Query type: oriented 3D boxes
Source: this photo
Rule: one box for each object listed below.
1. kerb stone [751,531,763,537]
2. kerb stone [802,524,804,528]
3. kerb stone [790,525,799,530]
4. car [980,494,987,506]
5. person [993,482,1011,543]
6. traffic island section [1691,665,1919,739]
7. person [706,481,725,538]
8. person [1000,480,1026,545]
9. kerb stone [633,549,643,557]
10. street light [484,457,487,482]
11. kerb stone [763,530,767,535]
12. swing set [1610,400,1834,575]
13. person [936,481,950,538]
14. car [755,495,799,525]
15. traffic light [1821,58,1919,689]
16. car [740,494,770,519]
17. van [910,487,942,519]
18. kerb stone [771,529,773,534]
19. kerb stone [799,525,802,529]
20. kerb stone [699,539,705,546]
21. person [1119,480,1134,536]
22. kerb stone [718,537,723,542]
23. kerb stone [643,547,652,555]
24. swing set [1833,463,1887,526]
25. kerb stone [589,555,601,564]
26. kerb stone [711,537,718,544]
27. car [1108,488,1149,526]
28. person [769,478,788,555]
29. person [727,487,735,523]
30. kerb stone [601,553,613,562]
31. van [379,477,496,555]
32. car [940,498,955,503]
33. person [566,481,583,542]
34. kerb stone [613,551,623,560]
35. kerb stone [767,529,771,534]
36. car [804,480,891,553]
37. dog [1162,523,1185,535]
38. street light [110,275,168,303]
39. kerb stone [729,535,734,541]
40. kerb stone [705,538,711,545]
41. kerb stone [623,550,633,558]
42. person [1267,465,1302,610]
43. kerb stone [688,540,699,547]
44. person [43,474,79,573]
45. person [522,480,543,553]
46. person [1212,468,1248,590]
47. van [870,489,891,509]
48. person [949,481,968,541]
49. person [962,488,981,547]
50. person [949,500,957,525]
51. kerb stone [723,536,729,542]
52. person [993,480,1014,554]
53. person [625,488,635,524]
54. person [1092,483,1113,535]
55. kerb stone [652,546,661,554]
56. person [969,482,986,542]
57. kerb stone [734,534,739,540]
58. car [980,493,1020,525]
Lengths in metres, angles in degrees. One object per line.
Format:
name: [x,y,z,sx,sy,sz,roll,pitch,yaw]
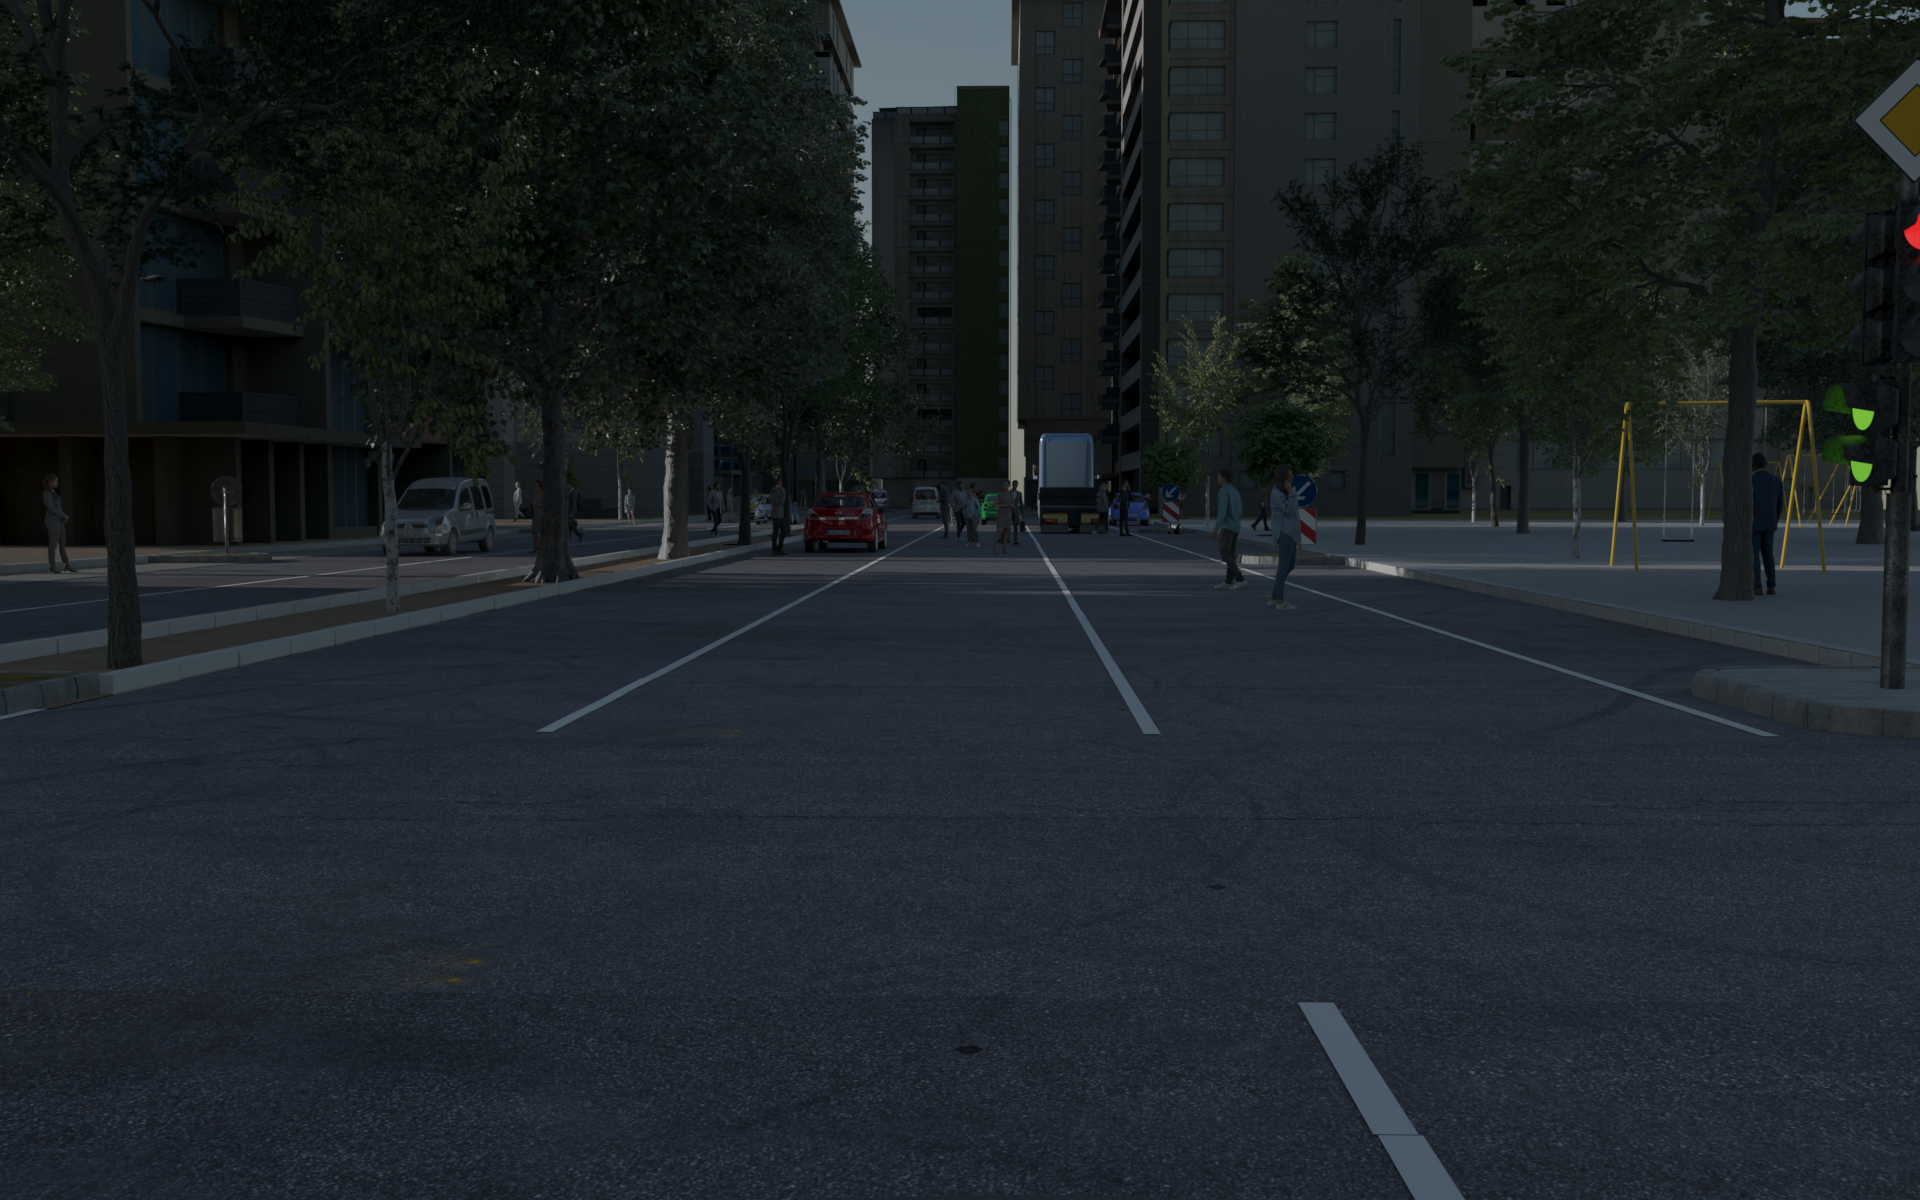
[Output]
kerb stone: [-6.943,-2.254,59.049,0.120,0.150,1.000,0,4,2]
kerb stone: [-6.615,-3.006,71.348,0.120,0.150,1.000,0,4,2]
kerb stone: [-6.670,-2.881,69.305,0.120,0.150,1.000,0,4,2]
car: [2.363,-6.786,119.747,1.959,1.807,4.718,0,4,1]
person: [1.265,-2.577,50.836,0.583,1.804,0.606,2,4,34]
traffic island section: [6.189,0.662,11.455,2.009,0.180,2.903,0,4,2]
person: [-7.993,-2.939,56.397,0.795,1.843,0.661,3,5,45]
person: [1.490,-2.480,49.016,0.622,1.834,0.822,-1,4,-21]
kerb stone: [-7.461,-1.061,39.546,0.120,0.150,1.000,0,4,2]
street light: [-16.781,-5.539,63.109,1.470,5.913,1.316,0,4,2]
kerb stone: [-6.910,-2.317,60.079,0.120,0.150,1.000,0,4,2]
swing set: [12.603,-1.934,29.235,3.119,2.851,2.862,1,4,13]
person: [-0.551,-2.919,56.025,0.447,1.846,0.655,0,4,2]
car: [-8.692,-4.307,82.421,2.014,1.417,4.499,0,4,0]
traffic light: [6.150,-1.371,11.342,0.839,4.253,0.868,0,4,2]
car: [-11.395,-5.403,98.556,2.015,1.641,3.980,0,4,2]
van: [-1.915,-5.707,100.319,2.013,2.044,4.112,0,4,1]
kerb stone: [-6.857,-2.443,62.142,0.120,0.150,1.000,0,4,2]
kerb stone: [-6.635,-2.944,70.326,0.120,0.150,1.000,0,4,2]
kerb stone: [-7.236,-1.561,47.739,0.120,0.150,1.000,0,4,2]
person: [5.653,-3.123,58.927,0.474,1.900,0.648,0,4,-7]
kerb stone: [-7.160,-1.746,50.813,0.120,0.150,1.000,0,4,2]
kerb stone: [-7.429,-1.122,40.568,0.120,0.150,1.000,0,4,2]
swing set: [34.362,-4.339,68.555,3.119,2.851,2.862,0,4,5]
kerb stone: [-7.569,-0.808,35.445,0.120,0.150,1.000,0,4,2]
kerb stone: [-7.187,-1.686,49.791,0.120,0.150,1.000,0,4,2]
car: [7.735,-4.274,79.479,1.945,1.707,3.694,0,4,2]
person: [-4.232,-1.948,40.534,0.473,1.802,0.592,1,4,16]
person: [-11.564,-4.803,87.370,0.374,1.781,0.599,-1,4,-21]
kerb stone: [-7.542,-0.873,36.467,0.120,0.150,1.000,0,4,2]
van: [-12.574,-2.126,41.776,2.013,2.044,4.112,0,4,3]
car: [-1.155,-8.682,154.530,1.945,1.354,3.894,0,4,0]
person: [-11.499,-2.625,51.388,0.822,1.834,0.622,-3,4,-37]
kerb stone: [-7.523,-0.936,37.495,0.120,0.150,1.000,0,4,2]
kerb stone: [-6.881,-2.379,61.112,0.120,0.150,1.000,0,4,2]
car: [-2.862,-2.134,43.925,2.155,1.783,4.494,0,4,2]
dog: [7.536,-2.505,61.145,0.748,0.427,0.550,1,4,19]
street light: [-17.515,-3.938,36.933,1.470,5.913,1.316,0,4,2]
kerb stone: [-7.102,-1.875,52.881,0.120,0.150,1.000,0,4,2]
kerb stone: [-7.217,-1.623,48.763,0.120,0.150,1.000,0,4,2]
kerb stone: [-7.491,-0.998,38.521,0.120,0.150,1.000,0,4,2]
person: [4.000,-0.776,21.451,0.793,1.790,0.793,-1,4,-12]
kerb stone: [-7.271,-1.500,46.718,0.120,0.150,1.000,0,4,2]
person: [-16.181,-1.370,31.171,0.573,1.790,0.520,-2,4,-34]
person: [-10.361,-2.038,42.184,0.716,1.782,0.532,3,5,41]
person: [4.090,-1.075,26.099,0.620,1.820,0.660,2,4,30]
van: [-6.530,-8.122,139.804,2.013,2.044,4.112,0,4,1]
person: [-0.037,-2.717,52.767,0.661,1.843,0.795,-2,4,-24]
person: [0.293,-2.256,47.203,0.589,1.601,0.330,3,4,38]
person: [-0.356,-4.021,79.252,0.505,1.210,0.382,-1,4,-9]
kerb stone: [-7.128,-1.814,51.856,0.120,0.150,1.000,0,4,2]
person: [1.058,-2.002,41.575,0.599,1.781,0.374,-1,4,-19]
person: [-15.495,-4.395,81.361,0.512,1.701,0.522,0,4,-5]
person: [4.924,-3.135,59.941,0.728,1.800,0.709,-1,4,-9]
kerb stone: [-7.405,-1.186,41.592,0.120,0.150,1.000,0,4,2]
person: [0.489,-2.628,51.829,0.532,1.782,0.716,0,4,7]
kerb stone: [-7.071,-1.939,53.905,0.120,0.150,1.000,0,4,2]
car: [1.875,-4.409,80.879,1.959,1.807,4.718,0,4,2]
